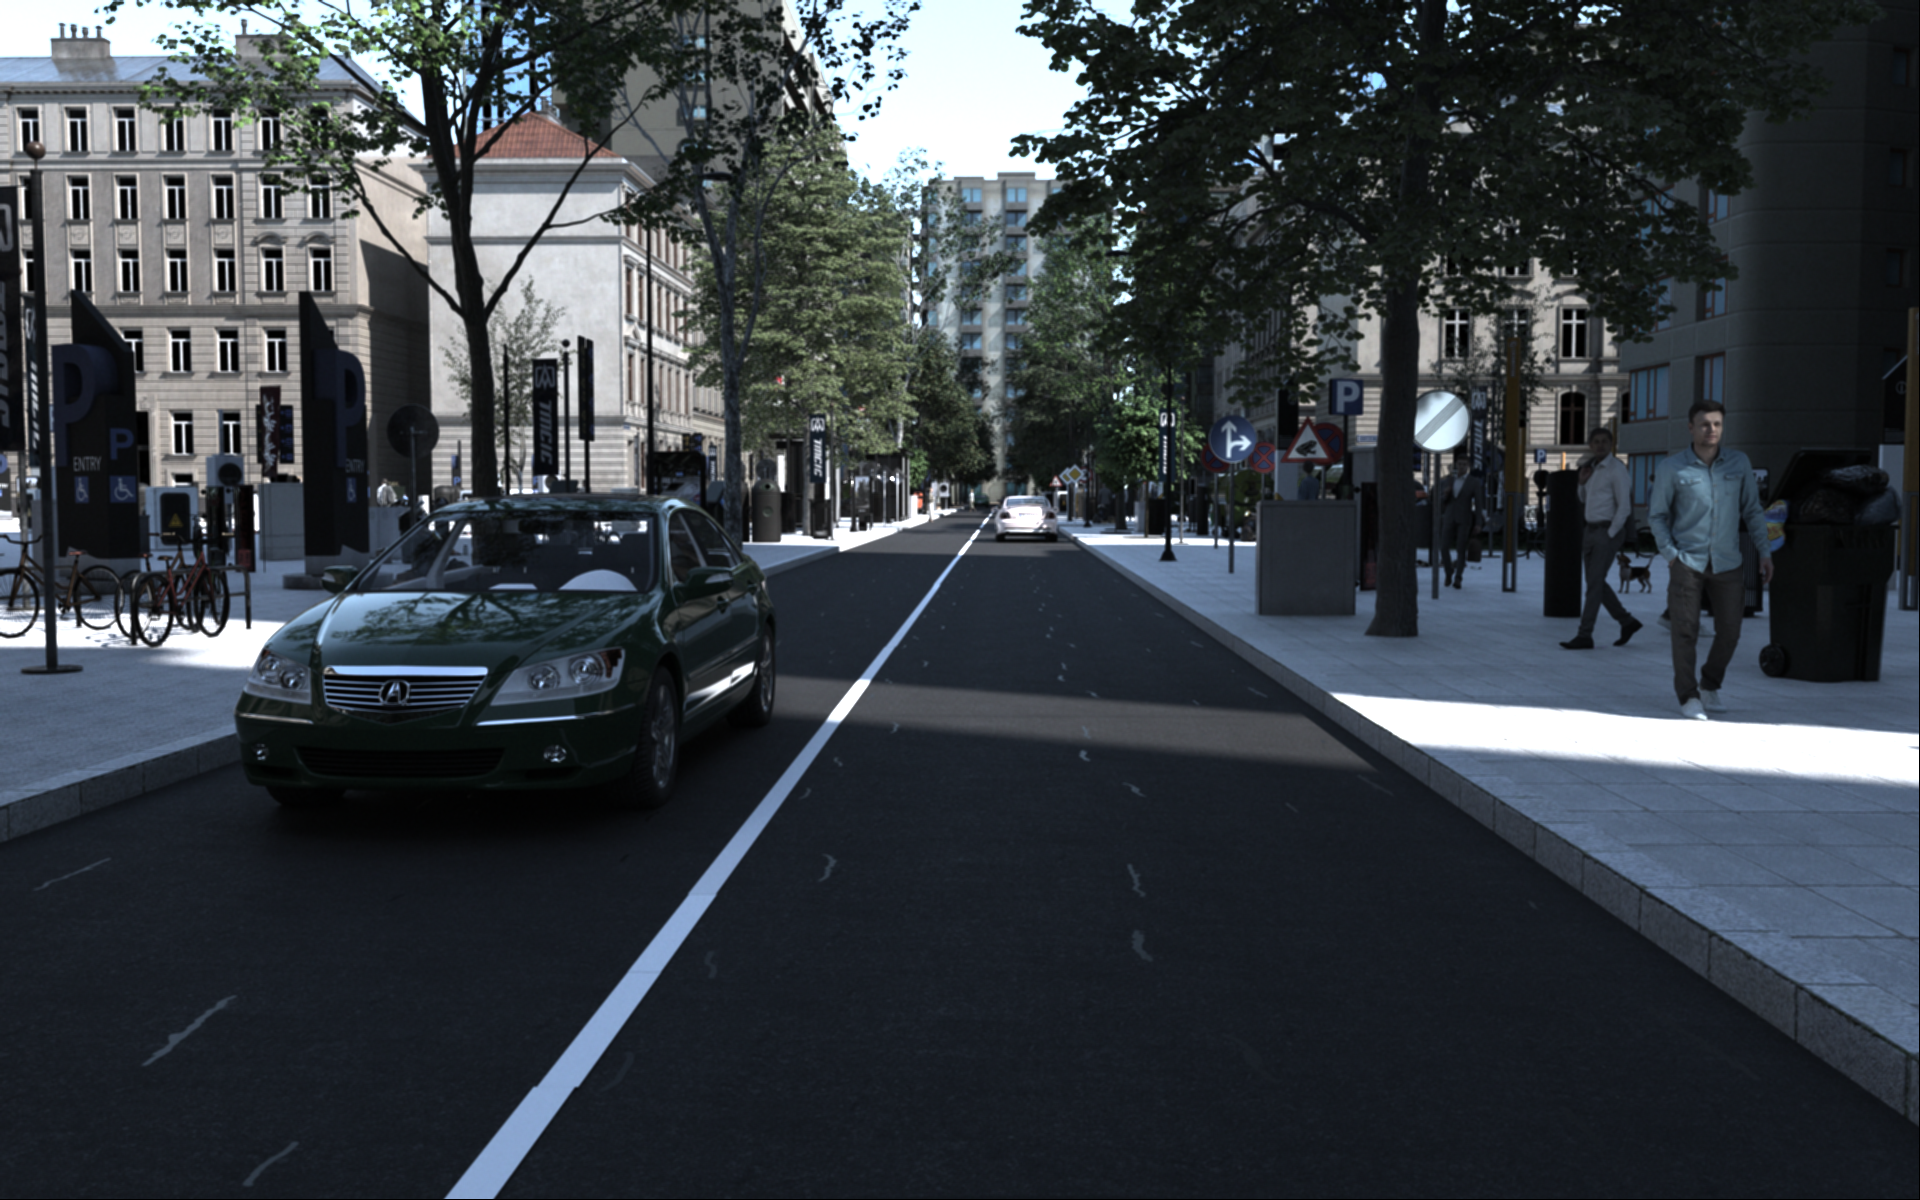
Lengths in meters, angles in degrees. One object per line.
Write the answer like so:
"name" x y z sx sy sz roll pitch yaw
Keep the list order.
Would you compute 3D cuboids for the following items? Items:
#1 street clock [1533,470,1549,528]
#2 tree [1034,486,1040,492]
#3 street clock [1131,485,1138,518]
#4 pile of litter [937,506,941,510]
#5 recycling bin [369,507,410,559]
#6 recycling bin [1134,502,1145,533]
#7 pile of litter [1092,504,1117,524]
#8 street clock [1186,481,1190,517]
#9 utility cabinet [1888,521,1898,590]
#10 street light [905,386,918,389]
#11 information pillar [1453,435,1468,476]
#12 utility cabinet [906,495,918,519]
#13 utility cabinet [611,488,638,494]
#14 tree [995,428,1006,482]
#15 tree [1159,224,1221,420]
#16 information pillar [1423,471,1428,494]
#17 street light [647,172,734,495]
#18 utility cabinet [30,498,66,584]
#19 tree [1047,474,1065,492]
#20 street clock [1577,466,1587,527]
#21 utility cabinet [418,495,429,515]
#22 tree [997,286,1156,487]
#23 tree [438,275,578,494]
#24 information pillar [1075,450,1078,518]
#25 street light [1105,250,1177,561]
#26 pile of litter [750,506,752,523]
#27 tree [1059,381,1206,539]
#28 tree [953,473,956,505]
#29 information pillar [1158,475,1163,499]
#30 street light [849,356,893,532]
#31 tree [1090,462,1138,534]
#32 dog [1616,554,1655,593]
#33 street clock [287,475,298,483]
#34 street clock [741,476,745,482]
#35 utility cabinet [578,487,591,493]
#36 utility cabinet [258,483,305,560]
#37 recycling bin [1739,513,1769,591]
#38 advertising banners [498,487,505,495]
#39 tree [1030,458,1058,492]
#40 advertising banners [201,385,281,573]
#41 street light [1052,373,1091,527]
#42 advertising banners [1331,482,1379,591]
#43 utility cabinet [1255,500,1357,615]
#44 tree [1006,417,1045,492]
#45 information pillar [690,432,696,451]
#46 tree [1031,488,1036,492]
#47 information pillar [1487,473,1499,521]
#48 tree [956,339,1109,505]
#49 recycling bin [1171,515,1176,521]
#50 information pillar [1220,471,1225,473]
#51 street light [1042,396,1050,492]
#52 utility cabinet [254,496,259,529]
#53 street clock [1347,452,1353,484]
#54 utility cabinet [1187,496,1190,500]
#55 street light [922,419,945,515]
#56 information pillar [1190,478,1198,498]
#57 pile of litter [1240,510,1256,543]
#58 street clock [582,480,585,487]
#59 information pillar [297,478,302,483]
"street clock" 17.398 -2.891 51.838 0.471 2.002 0.358 -2 4 -28
"tree" 9.312 -14.948 194.768 4.737 8.622 4.395 0 3 0
"street clock" 9.305 -5.352 92.069 0.358 2.002 0.471 3 5 41
"pile of litter" -2.247 -7.911 143.309 1.719 0.858 1.176 0 4 5
"recycling bin" -11.180 -1.322 34.165 0.722 1.027 0.722 2 4 30
"recycling bin" 6.249 -2.781 58.031 0.722 1.027 0.722 0 4 -4
"pile of litter" 6.425 -3.752 75.316 1.719 0.858 1.176 -3 5 -39
"street clock" 12.704 -5.611 96.306 0.358 2.002 0.471 2 4 26
"utility cabinet" 12.137 -0.753 23.468 0.306 1.237 1.020 -2 4 -32
"street light" -2.532 -6.255 74.811 1.470 5.913 1.316 0 4 2
"information pillar" 17.350 -4.202 60.056 0.504 3.616 0.183 0 4 -3
"utility cabinet" -2.458 -4.721 88.352 0.306 1.237 1.020 1 4 16
"utility cabinet" -11.483 -3.092 59.236 1.173 1.500 0.318 3 5 44
"tree" -1.053 -15.561 171.426 9.611 12.733 9.660 0 3 0
"tree" 5.589 -8.293 61.345 9.928 11.665 9.643 0 3 0
"information pillar" 21.188 -5.349 78.818 0.183 3.616 0.504 0 4 -6
"street light" -3.962 -3.216 25.129 1.470 5.913 1.316 0 4 2
"utility cabinet" -13.102 -0.864 25.285 0.306 1.237 1.020 0 4 7
"tree" 7.545 -8.711 137.032 1.663 3.219 1.824 0 3 0
"street clock" 15.810 -2.400 43.808 0.358 2.002 0.471 -2 4 -30
"utility cabinet" -24.823 -4.219 80.147 0.306 1.237 1.020 -2 4 -27
"tree" 7.175 -12.155 105.394 9.857 13.997 8.962 0 3 0
"tree" -14.866 -6.549 57.441 4.360 8.622 3.978 0 3 0
"information pillar" 6.132 -6.099 91.069 0.183 3.616 0.504 0 4 2
"street light" 3.456 -3.705 33.116 1.470 5.913 1.316 0 4 2
"pile of litter" -9.531 -3.901 77.752 1.176 0.858 1.719 0 4 0
"tree" 5.453 -4.072 50.292 4.285 4.588 4.351 0 3 0
"tree" -0.505 -17.524 196.888 12.009 13.543 11.850 0 3 0
"information pillar" 8.788 -5.242 77.062 0.504 3.616 0.183 2 4 33
"street light" -3.030 -5.228 58.024 1.470 5.913 1.316 0 4 2
"tree" 5.202 -3.769 56.219 1.663 3.219 1.824 0 3 0
"dog" 8.774 -0.347 22.503 0.406 0.507 0.540 2 4 29
"street clock" -25.477 -3.765 66.127 0.358 2.002 0.471 0 4 4
"street clock" -8.310 -3.710 65.235 0.358 2.002 0.471 -3 4 -37
"utility cabinet" -12.076 -2.860 55.443 0.318 1.500 1.173 -2 4 -23
"utility cabinet" -13.127 -1.531 33.710 0.318 1.500 1.173 1 4 19
"recycling bin" 10.942 -0.650 23.177 0.722 1.027 0.722 -2 4 -25
"advertising banners" -7.767 -2.004 28.950 0.090 3.025 2.074 -1 4 -9
"tree" 7.218 -9.641 141.352 4.285 4.588 4.351 0 3 0
"advertising banners" -11.793 -1.973 28.450 2.074 3.025 0.090 2 4 32
"street light" 4.368 -5.746 66.491 1.470 5.913 1.316 0 4 2
"advertising banners" 5.433 -1.639 22.988 0.090 3.025 2.074 3 4 38
"utility cabinet" 3.683 -0.447 18.462 1.020 1.237 0.306 0 4 0
"tree" 8.978 -16.378 184.793 9.611 12.733 9.660 0 3 0
"information pillar" -10.138 -4.514 65.159 0.504 3.616 0.183 -2 4 -28
"tree" 10.021 -15.961 211.322 4.360 8.622 3.978 0 3 0
"information pillar" 18.856 -3.473 61.282 0.304 2.012 0.304 -1 4 -17
"tree" 7.285 -13.230 126.674 12.009 13.543 11.850 0 3 0
"recycling bin" 10.005 -4.357 83.787 0.722 1.027 0.722 0 4 -7
"information pillar" 19.699 -8.509 130.477 0.504 3.616 0.183 2 4 24
"street light" 4.660 -6.689 81.908 1.470 5.913 1.316 0 4 2
"utility cabinet" -26.389 -3.244 64.197 0.306 1.237 1.020 2 4 23
"street clock" 6.690 -1.532 29.611 0.358 2.002 0.471 0 4 6
"utility cabinet" 17.736 -7.442 132.842 1.020 1.237 0.306 -3 4 -37
"street light" -1.632 -8.264 107.665 1.470 5.913 1.316 0 4 2
"information pillar" 10.860 -4.651 80.530 0.304 2.012 0.304 2 4 26
"pile of litter" 8.060 -1.994 46.566 1.176 0.858 1.719 2 4 25
"street clock" -19.036 -5.113 88.173 0.358 2.002 0.471 -2 4 -28
"information pillar" -29.412 -4.434 76.980 0.304 2.012 0.304 -1 4 -20
